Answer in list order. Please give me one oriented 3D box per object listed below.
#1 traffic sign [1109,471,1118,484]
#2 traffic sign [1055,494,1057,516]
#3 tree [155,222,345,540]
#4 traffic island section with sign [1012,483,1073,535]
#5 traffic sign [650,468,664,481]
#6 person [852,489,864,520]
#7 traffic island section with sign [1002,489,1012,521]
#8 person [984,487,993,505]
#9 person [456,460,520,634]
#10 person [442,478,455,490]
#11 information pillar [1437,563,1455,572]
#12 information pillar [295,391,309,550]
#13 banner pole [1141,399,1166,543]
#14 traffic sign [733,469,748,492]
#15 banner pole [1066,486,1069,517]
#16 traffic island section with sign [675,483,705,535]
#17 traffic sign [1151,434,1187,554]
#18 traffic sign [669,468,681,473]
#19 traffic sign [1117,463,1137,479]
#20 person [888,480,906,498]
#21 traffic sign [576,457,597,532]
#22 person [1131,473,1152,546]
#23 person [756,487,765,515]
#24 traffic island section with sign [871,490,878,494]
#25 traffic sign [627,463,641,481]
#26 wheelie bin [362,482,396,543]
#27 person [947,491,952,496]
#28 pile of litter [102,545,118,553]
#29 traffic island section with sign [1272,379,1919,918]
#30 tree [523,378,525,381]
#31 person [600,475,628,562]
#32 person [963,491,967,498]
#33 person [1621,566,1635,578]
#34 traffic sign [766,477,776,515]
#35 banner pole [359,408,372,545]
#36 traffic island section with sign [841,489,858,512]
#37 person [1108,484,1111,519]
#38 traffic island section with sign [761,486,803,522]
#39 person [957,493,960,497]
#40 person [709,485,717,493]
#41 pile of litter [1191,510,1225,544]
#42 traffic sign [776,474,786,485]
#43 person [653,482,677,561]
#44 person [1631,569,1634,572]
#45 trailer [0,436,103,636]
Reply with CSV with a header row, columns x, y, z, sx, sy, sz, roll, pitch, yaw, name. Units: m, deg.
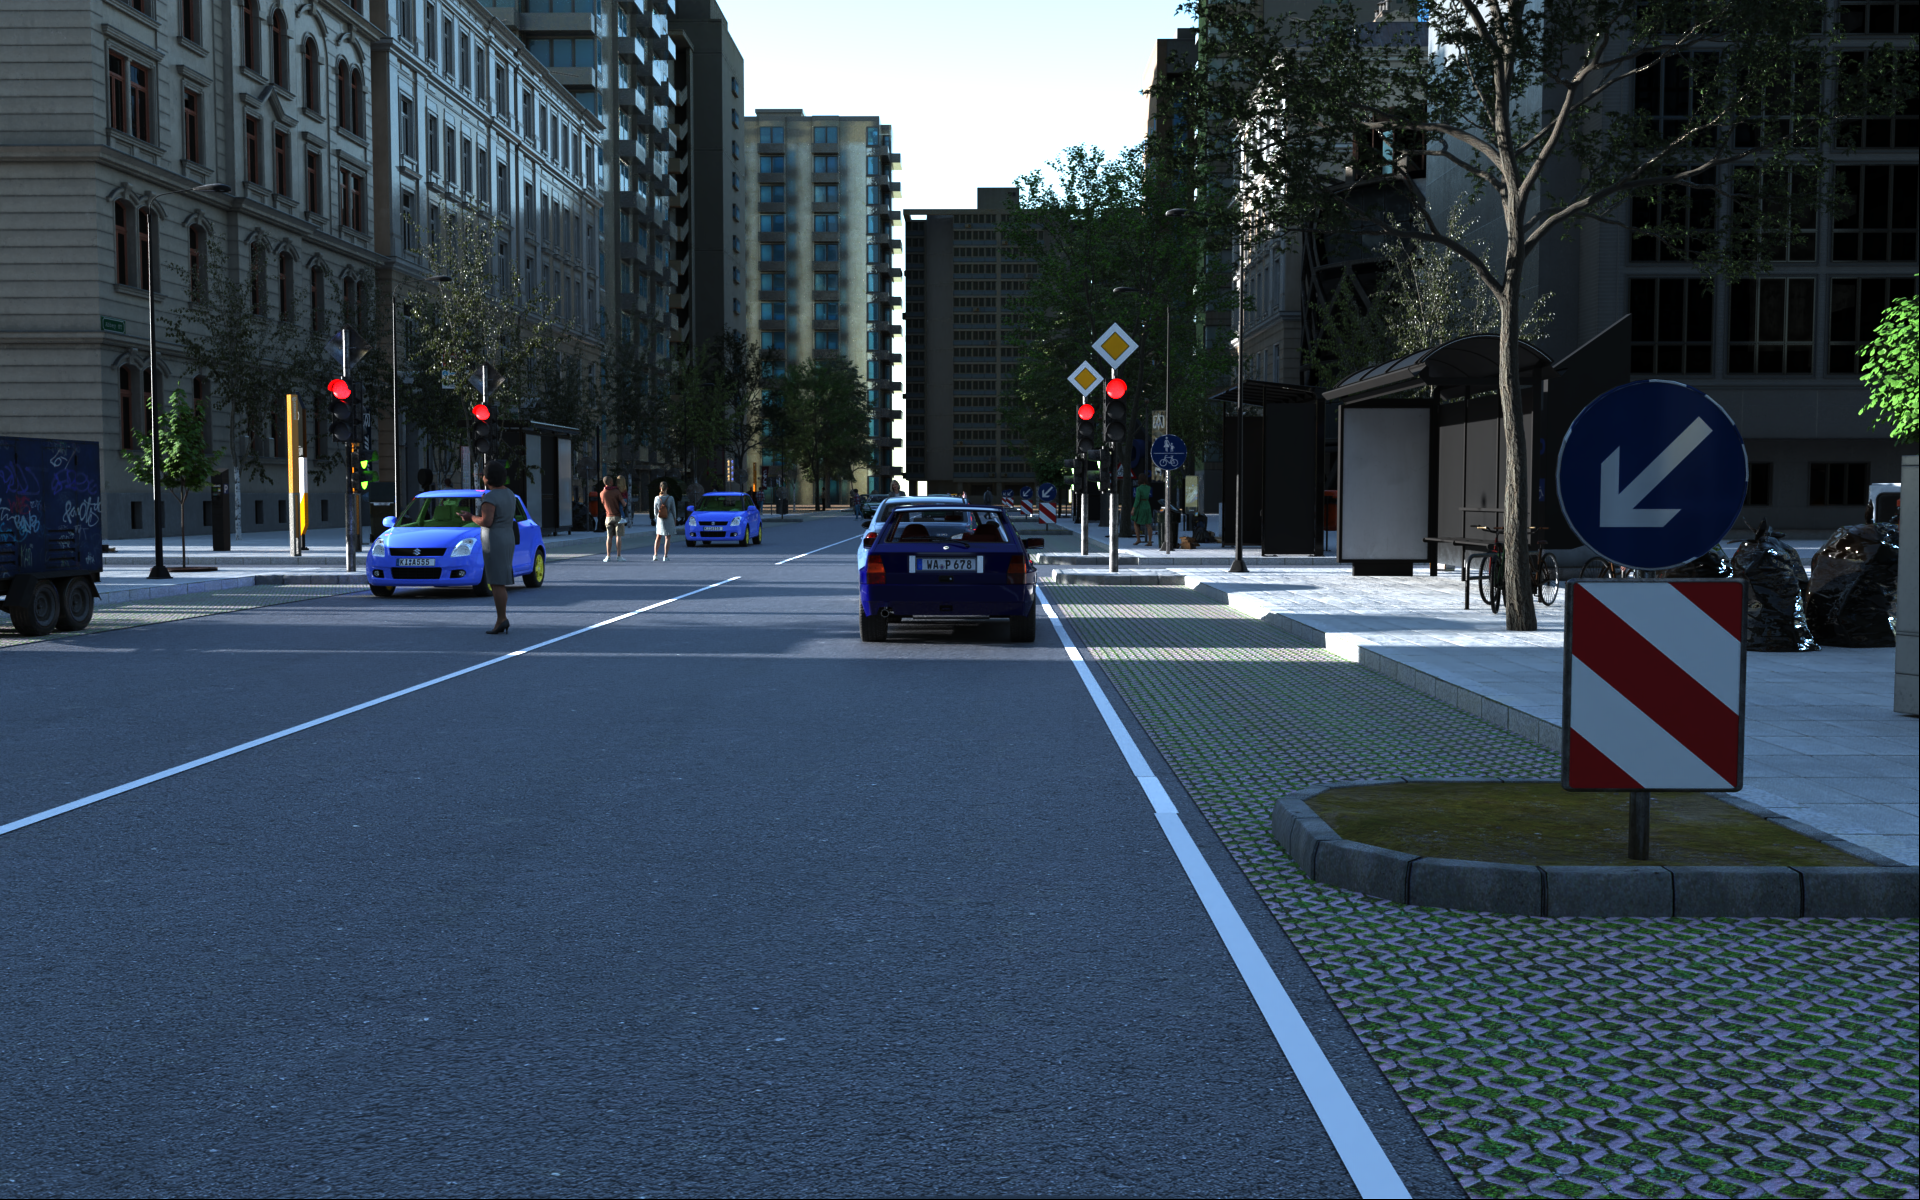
x,y,z,sx,sy,sz,roll,pitch,yaw,name
8.488,-5.947,97.335,0.768,2.556,0.104,0,4,2,traffic sign
5.691,-6.277,102.737,0.768,2.556,0.104,0,4,2,traffic sign
-19.825,-5.969,47.962,4.360,8.622,3.978,0,3,0,tree
2.945,-3.208,61.081,1.989,1.847,2.006,0,4,1,traffic island section with sign
-15.018,-5.252,85.983,0.768,2.556,0.104,0,4,7,traffic sign
-5.572,-5.199,94.345,0.643,1.720,0.563,1,4,13,person
3.276,-4.888,88.545,1.989,1.847,2.006,0,4,1,traffic island section with sign
1.625,-5.502,98.565,0.679,1.850,0.850,3,5,40,person
-4.806,-0.549,17.829,0.532,1.782,0.716,1,4,13,person
-15.341,-2.774,51.965,0.480,1.755,0.524,-2,4,-31,person
8.044,-1.488,28.814,0.304,2.012,0.304,-3,5,-41,information pillar
-14.977,-2.939,39.407,0.183,3.616,0.504,-3,4,-39,information pillar
5.084,-3.392,45.479,0.863,3.779,0.401,3,5,43,banner pole
-11.096,-5.354,87.646,0.768,2.556,0.104,0,4,2,traffic sign
5.956,-6.482,96.001,0.401,3.779,0.863,-1,4,-11,banner pole
-9.375,-3.218,61.238,1.989,1.847,2.006,0,4,1,traffic island section with sign
4.457,-2.258,37.026,0.768,2.556,0.104,0,4,4,traffic sign
-13.947,-5.151,84.318,0.768,2.556,0.104,0,4,6,traffic sign
5.622,-3.637,59.473,0.884,2.594,0.081,1,4,9,traffic sign
-1.598,-2.179,44.302,0.537,1.800,0.526,0,4,-7,person
-12.685,-3.601,58.980,0.768,2.556,0.104,0,4,1,traffic sign
4.519,-2.233,42.804,0.529,1.795,0.600,3,5,43,person
-12.426,-6.166,107.702,0.563,1.720,0.643,1,4,13,person
-8.113,-9.615,165.827,1.989,1.847,2.006,0,4,1,traffic island section with sign
-13.636,-4.385,71.690,0.884,2.594,0.081,1,4,9,traffic sign
-15.284,-2.315,45.762,0.980,1.594,0.693,-1,4,-15,wheelie bin
-1.087,-9.278,161.128,0.756,1.711,0.436,0,4,-7,person
-19.335,-1.468,37.962,1.719,0.858,1.176,1,4,23,pile of litter
2.296,0.114,6.768,1.989,1.847,2.006,0,4,1,traffic island section with sign
-19.801,-7.304,69.781,4.737,8.622,4.395,0,3,0,tree
-7.323,-1.737,36.874,0.580,1.828,0.573,-2,4,-32,person
0.469,-10.369,178.699,0.621,1.740,0.551,-2,4,-29,person
6.632,-0.341,16.631,0.505,1.210,0.382,-1,4,-17,person
-11.473,-6.312,105.337,0.606,2.300,0.079,0,4,3,traffic sign
-15.177,-3.308,44.110,0.401,3.779,0.863,1,4,11,banner pole
-8.444,-7.943,138.499,1.989,1.847,2.006,0,4,1,traffic island section with sign
7.536,-4.970,87.635,0.374,1.781,0.599,-3,5,-40,person
-9.045,-4.873,88.301,1.989,1.847,2.006,0,4,1,traffic island section with sign
-0.055,-5.702,104.331,0.523,1.515,0.503,-2,4,-31,person
-14.237,-5.721,99.768,0.466,1.800,0.511,0,4,-2,person
6.560,-1.946,45.782,1.176,0.858,1.719,1,4,11,pile of litter
-11.600,-6.826,111.331,0.795,2.593,0.064,0,4,6,traffic sign
-6.354,-1.695,37.211,0.512,1.701,0.522,0,4,-5,person
11.302,-1.352,28.699,0.519,1.759,0.362,-2,4,-25,person
-9.906,-0.607,16.974,1.471,1.999,3.904,0,4,2,trailer
